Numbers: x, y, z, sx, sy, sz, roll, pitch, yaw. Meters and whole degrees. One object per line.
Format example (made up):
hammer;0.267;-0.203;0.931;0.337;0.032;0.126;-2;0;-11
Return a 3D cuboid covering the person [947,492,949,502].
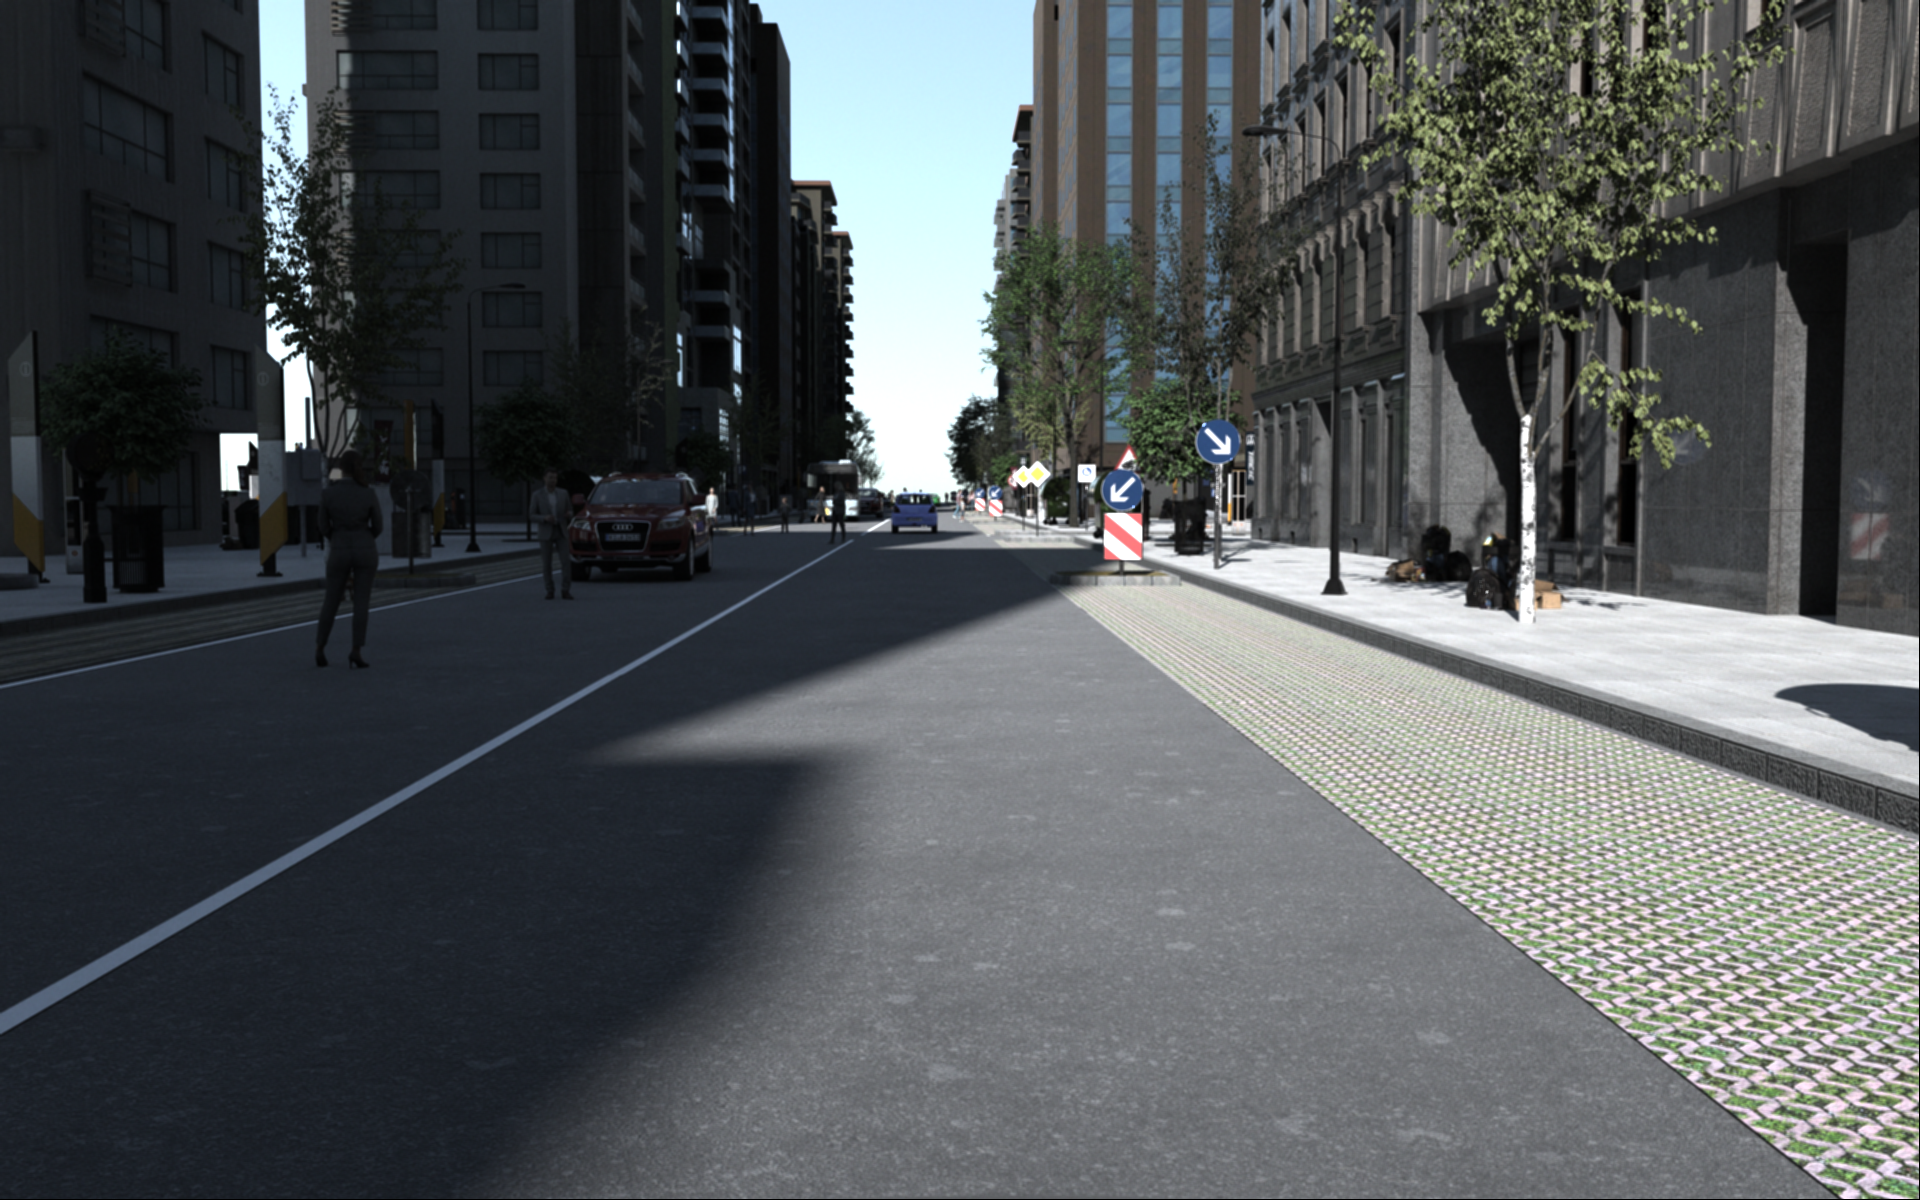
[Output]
person;-2.140;-17.433;294.450;0.530;1.710;0.541;-2;4;-29

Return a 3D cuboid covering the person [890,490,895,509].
person;-6.430;-9.559;164.789;0.705;1.824;1.348;-1;4;-14

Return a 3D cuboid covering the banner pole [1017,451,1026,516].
banner pole;3.526;-6.715;99.799;0.863;3.779;0.401;3;5;43

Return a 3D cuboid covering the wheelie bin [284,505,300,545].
wheelie bin;-17.048;-2.178;43.521;0.980;1.594;0.693;-2;4;-35

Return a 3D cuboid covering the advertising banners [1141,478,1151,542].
advertising banners;5.009;-3.099;46.862;0.090;3.025;2.074;1;4;13

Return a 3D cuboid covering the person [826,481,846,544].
person;-3.518;-2.514;49.780;0.526;1.800;0.537;-3;4;-36

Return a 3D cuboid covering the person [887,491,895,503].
person;-9.877;-14.387;243.804;1.350;1.814;0.705;0;4;-6

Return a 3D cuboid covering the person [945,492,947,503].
person;-2.187;-16.695;282.288;0.721;1.723;1.217;2;4;25

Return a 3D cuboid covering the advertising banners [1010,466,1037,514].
advertising banners;4.201;-6.942;109.697;2.074;3.025;0.090;0;4;6

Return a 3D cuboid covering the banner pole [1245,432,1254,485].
banner pole;10.358;-4.334;60.877;0.863;3.779;0.401;3;5;43

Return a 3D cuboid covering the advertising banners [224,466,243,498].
advertising banners;-27.771;-4.152;64.067;2.074;3.025;0.090;-1;4;-19

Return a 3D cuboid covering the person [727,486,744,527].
person;-9.735;-4.055;74.982;0.721;1.800;0.419;1;4;17

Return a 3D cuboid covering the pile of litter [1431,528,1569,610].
pile of litter;6.430;-0.356;19.787;1.719;0.858;1.176;-3;5;-39

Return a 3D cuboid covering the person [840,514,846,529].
person;-4.800;-3.564;71.016;0.306;1.304;0.590;1;4;16

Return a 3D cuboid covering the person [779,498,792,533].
person;-6.434;-3.123;63.836;0.475;1.303;0.640;0;4;3

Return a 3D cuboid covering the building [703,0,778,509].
building;-26.032;-43.205;144.661;20.563;71.187;20.611;0;4;-1

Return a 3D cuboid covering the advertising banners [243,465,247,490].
advertising banners;-42.893;-6.684;105.477;2.074;3.025;0.090;-1;4;-16

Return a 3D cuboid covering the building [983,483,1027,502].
building;19.889;-36.139;282.751;32.217;40.220;23.993;0;4;-1

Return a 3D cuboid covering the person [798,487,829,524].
person;-7.110;-4.615;84.171;1.509;1.804;0.699;-1;4;-13

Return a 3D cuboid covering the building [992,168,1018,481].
building;16.217;-38.839;254.622;23.786;49.044;30.456;0;4;-1

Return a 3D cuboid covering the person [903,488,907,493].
person;-3.043;-5.451;97.811;0.721;1.800;0.419;-1;4;-13

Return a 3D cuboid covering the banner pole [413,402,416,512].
banner pole;-14.827;-3.491;47.095;0.401;3.779;0.863;-1;4;-22

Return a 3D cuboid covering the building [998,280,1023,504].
building;12.021;-28.175;232.358;14.160;30.474;14.107;0;4;-1

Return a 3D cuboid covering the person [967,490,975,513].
person;0.764;-7.230;127.296;0.593;1.750;0.643;-1;4;-22

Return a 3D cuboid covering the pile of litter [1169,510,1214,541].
pile of litter;6.467;-2.105;48.389;1.176;0.858;1.719;0;4;-6

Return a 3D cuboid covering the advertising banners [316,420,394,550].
advertising banners;-14.055;-2.700;40.328;0.090;3.025;2.074;3;4;37

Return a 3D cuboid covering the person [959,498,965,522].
person;0.108;-4.593;88.273;0.352;1.250;0.332;1;4;21

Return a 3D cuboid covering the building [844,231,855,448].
building;-28.451;-38.214;279.426;22.147;44.769;28.867;0;4;-1

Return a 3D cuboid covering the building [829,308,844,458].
building;-24.637;-29.766;258.368;14.160;30.474;14.107;0;4;-1

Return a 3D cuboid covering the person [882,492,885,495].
person;-11.814;-15.791;266.819;1.348;1.807;0.705;0;4;3

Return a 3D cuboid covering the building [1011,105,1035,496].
building;17.001;-32.947;193.306;22.147;44.769;28.867;0;4;-1

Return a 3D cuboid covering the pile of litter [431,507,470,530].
pile of litter;-18.325;-2.949;62.175;1.719;0.858;1.176;3;4;38

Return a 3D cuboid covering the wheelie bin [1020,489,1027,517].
wheelie bin;3.709;-5.412;96.400;0.693;1.594;0.980;0;4;4

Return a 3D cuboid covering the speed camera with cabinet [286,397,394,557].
speed camera with cabinet;-12.865;-2.545;35.941;2.038;3.252;0.660;-3;4;-38

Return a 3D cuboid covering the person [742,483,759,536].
person;-7.231;-3.125;59.620;0.581;1.822;0.654;-1;4;-23

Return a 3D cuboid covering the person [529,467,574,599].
person;-5.525;-0.910;23.573;0.606;1.804;0.583;-2;4;-30

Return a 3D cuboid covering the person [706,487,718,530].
person;-9.307;-3.399;65.071;0.512;1.701;0.522;0;4;-1

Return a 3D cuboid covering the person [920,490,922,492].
person;-3.472;-9.056;156.437;0.599;1.838;0.709;0;4;1

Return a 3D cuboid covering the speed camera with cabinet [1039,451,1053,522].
speed camera with cabinet;4.007;-5.244;80.071;0.660;3.252;2.038;0;4;4

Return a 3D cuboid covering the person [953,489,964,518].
person;-0.097;-5.712;102.727;0.643;1.720;0.563;0;4;6

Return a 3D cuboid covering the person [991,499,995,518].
person;1.987;-5.595;104.643;0.373;1.253;0.362;-2;4;-35

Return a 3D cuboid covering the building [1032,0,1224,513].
building;13.434;-30.350;146.325;14.600;45.320;14.200;0;4;-1

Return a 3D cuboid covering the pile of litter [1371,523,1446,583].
pile of litter;6.845;-0.713;25.617;1.719;0.858;1.176;-1;4;-10

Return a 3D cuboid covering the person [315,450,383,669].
person;-5.058;-0.339;14.320;0.520;1.790;0.573;-2;4;-29

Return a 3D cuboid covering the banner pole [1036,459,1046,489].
banner pole;5.375;-7.581;113.966;0.863;3.779;0.401;0;4;3

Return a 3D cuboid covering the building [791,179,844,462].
building;-27.994;-35.533;235.584;22.147;44.769;28.867;0;4;-1
